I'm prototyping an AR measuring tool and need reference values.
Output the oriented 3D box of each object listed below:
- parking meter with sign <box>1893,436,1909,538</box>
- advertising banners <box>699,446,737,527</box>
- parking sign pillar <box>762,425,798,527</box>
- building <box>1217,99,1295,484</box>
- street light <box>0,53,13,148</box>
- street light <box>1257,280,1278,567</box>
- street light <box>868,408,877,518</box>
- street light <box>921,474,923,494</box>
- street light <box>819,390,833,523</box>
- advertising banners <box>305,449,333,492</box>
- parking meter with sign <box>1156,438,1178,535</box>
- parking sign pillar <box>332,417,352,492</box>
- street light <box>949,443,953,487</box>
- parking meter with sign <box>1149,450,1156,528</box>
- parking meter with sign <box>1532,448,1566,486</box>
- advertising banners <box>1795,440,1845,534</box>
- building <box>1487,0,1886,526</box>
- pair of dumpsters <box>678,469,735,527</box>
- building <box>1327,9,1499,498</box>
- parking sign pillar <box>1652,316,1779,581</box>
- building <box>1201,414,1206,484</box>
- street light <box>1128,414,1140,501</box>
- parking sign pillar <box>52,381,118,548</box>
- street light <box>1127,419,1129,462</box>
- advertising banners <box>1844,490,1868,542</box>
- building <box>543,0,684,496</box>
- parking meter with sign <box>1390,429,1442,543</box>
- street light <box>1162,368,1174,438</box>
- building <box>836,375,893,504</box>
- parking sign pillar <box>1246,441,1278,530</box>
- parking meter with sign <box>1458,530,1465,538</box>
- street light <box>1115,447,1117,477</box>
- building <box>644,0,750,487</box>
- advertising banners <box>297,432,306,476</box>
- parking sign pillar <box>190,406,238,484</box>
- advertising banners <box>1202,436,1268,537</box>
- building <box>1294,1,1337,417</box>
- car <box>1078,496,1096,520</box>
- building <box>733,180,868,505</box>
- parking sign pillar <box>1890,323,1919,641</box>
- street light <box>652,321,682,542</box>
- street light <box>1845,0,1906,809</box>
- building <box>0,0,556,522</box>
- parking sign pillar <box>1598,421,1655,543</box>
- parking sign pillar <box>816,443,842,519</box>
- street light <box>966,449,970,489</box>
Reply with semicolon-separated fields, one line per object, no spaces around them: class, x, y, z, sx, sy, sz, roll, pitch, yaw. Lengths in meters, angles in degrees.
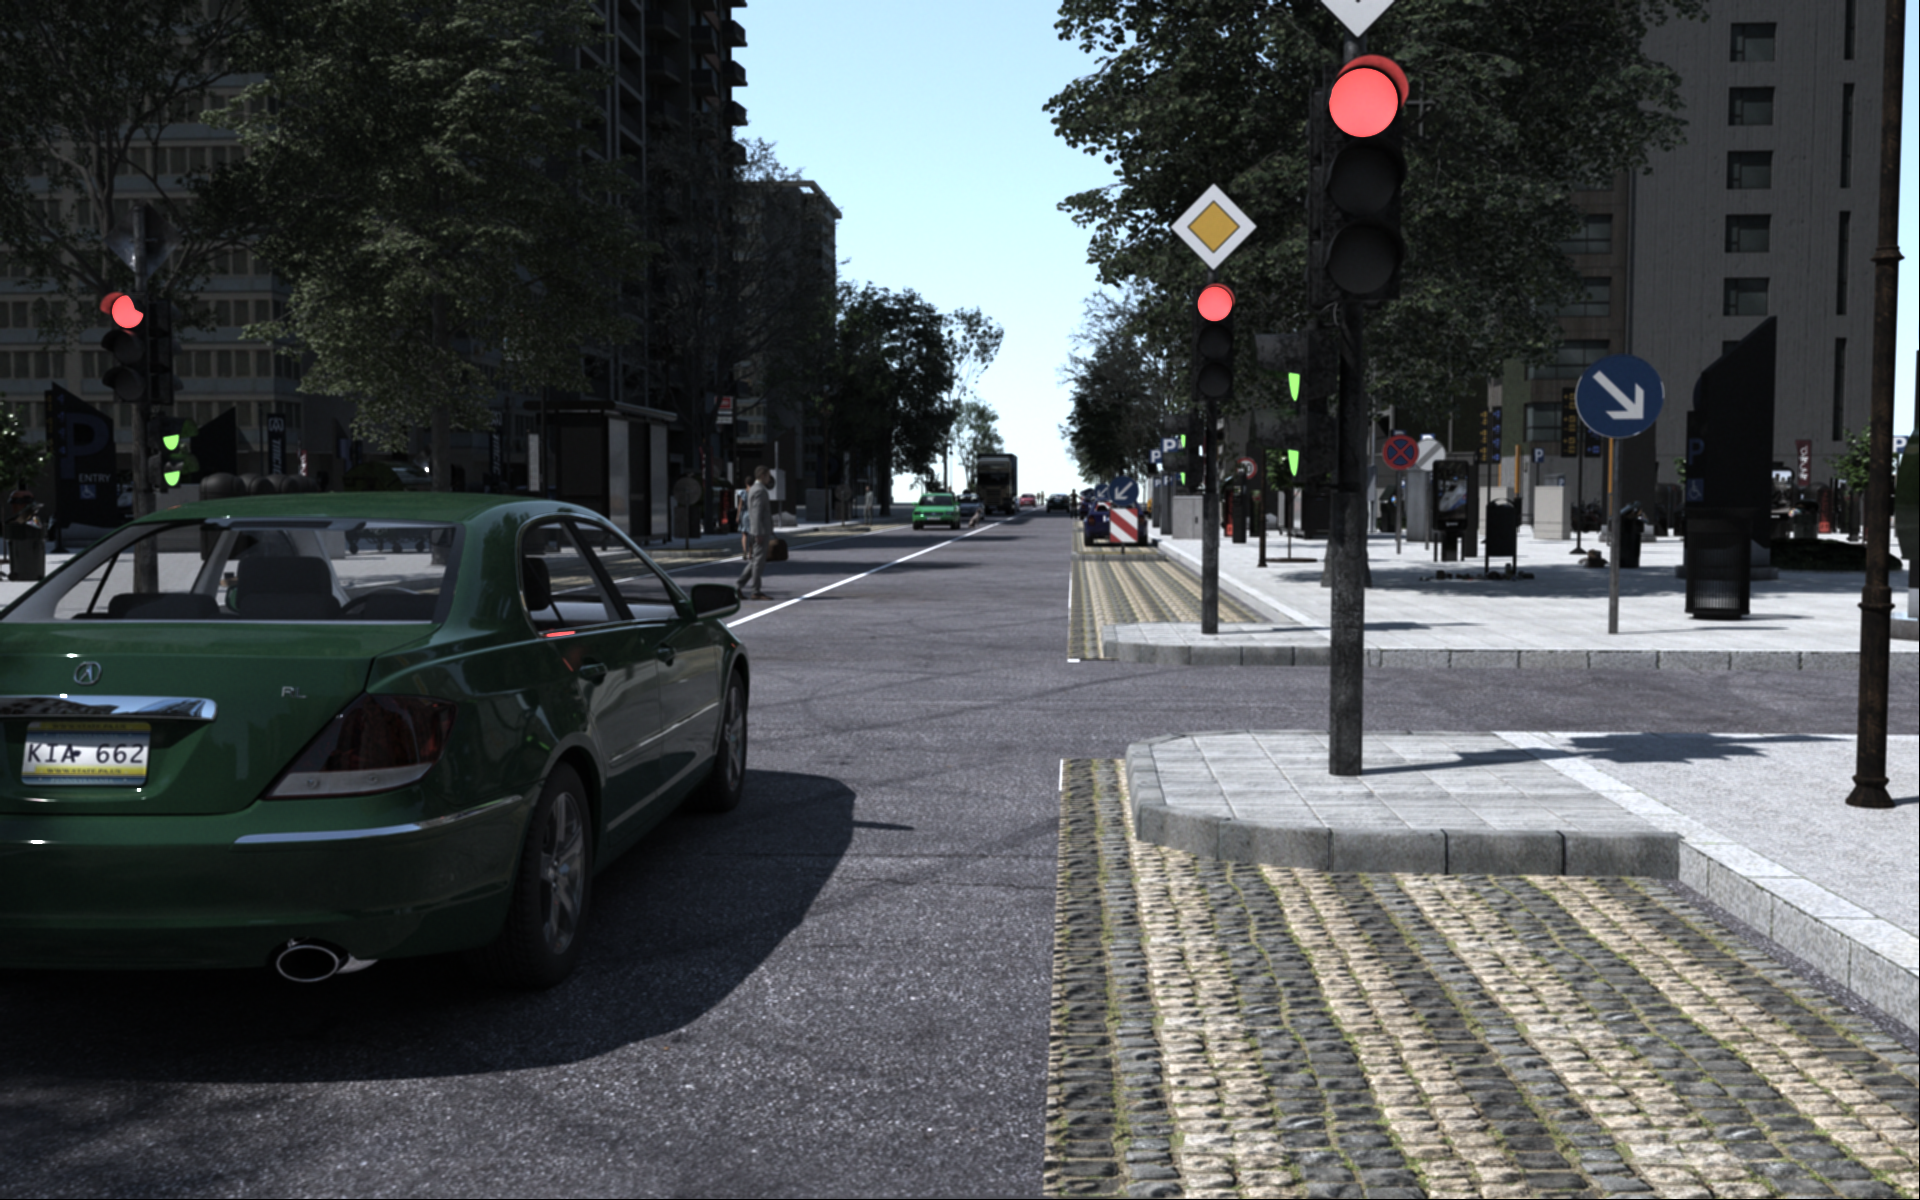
parking meter with sign;27.834;-3.345;50.954;0.543;3.016;1.738;1;4;12
advertising banners;-8.456;-4.078;62.865;2.074;3.025;0.090;0;4;7
parking sign pillar;-7.093;-4.858;67.904;1.447;3.967;1.447;0;4;0
building;41.557;-35.656;206.669;21.300;48.544;21.600;0;4;4
street light;-9.836;-2.693;16.819;0.468;5.910;1.993;0;4;4
street light;5.323;-3.518;30.307;0.468;5.910;1.993;0;4;4
street light;-4.763;-7.365;93.208;0.468;5.910;1.993;0;4;4
street light;-2.703;-9.215;123.456;0.468;5.910;1.993;0;4;4
street light;-5.851;-6.316;76.046;0.468;5.910;1.993;0;4;4
advertising banners;-25.004;-4.362;67.508;2.074;3.025;0.090;1;4;22
parking meter with sign;6.566;-3.572;54.656;0.543;3.016;1.738;0;4;5
parking sign pillar;-21.760;-4.463;61.435;1.447;3.967;1.447;0;4;4
street light;-0.781;-11.024;153.029;0.468;5.910;1.993;0;4;4
parking meter with sign;7.621;-4.325;66.971;0.543;3.016;1.738;0;4;4
parking meter with sign;22.293;-4.202;64.964;0.543;3.016;1.738;-2;4;-28
advertising banners;27.951;-3.652;55.893;2.074;3.025;0.090;0;4;1
building;30.714;-18.632;76.334;14.160;30.474;14.107;0;4;4
pair of dumpsters;-9.838;-3.933;66.803;1.574;2.255;4.437;0;4;4
building;35.178;-41.098;110.196;20.563;71.187;20.611;0;4;4
parking sign pillar;11.659;-2.310;26.235;1.447;3.967;1.447;-1;4;-20
building;44.220;-35.368;232.888;22.147;44.769;28.867;0;4;4
street light;9.192;-7.187;90.295;0.468;5.910;1.993;0;4;4
parking sign pillar;-21.114;-3.263;41.819;1.447;3.967;1.447;-2;4;-34
street light;10.386;-8.196;106.793;0.468;5.910;1.993;0;4;4
advertising banners;24.698;-3.112;47.070;2.074;3.025;0.090;-3;4;-36
building;-27.684;-40.599;102.038;20.563;71.187;20.611;0;4;4
parking meter with sign;12.304;-3.055;46.211;0.543;3.016;1.738;-2;4;-34
street light;7.215;-5.327;59.882;0.468;5.910;1.993;0;4;4
building;-24.149;-23.567;230.362;27.650;21.520;28.899;0;4;4
parking sign pillar;10.866;-4.482;61.746;1.447;3.967;1.447;2;4;23
parking meter with sign;14.207;-3.320;50.543;1.738;3.016;0.543;-2;4;-34
street light;12.413;-10.046;137.037;0.468;5.910;1.993;0;4;4
building;-27.909;-28.948;127.917;22.147;44.769;28.867;0;4;4
advertising banners;-19.135;-3.293;50.021;0.090;3.025;2.074;-2;4;-25
parking sign pillar;-22.760;-3.939;52.876;1.447;3.967;1.447;-1;4;-20
advertising banners;8.166;-3.394;51.687;2.074;3.025;0.090;1;4;22
building;36.975;-36.298;135.479;21.231;58.520;28.212;0;4;4
car;7.553;-5.156;96.882;1.945;1.354;3.894;0;4;4
building;-27.537;-31.265;203.068;32.217;40.220;23.993;0;4;4
parking sign pillar;8.959;-1.644;15.352;1.447;3.967;1.447;-3;4;-38
street light;-7.819;-4.501;46.385;0.468;5.910;1.993;0;4;4
street light;3.754;-2.090;6.966;0.468;5.910;1.993;0;4;4
building;-32.961;-23.733;79.919;32.217;40.220;23.993;0;4;4
parking sign pillar;17.798;-3.523;46.075;1.447;3.967;1.447;2;4;25
parking sign pillar;-6.870;-6.264;90.892;1.447;3.967;1.447;1;4;9
street light;0.771;-12.439;176.169;0.468;5.910;1.993;0;4;4
